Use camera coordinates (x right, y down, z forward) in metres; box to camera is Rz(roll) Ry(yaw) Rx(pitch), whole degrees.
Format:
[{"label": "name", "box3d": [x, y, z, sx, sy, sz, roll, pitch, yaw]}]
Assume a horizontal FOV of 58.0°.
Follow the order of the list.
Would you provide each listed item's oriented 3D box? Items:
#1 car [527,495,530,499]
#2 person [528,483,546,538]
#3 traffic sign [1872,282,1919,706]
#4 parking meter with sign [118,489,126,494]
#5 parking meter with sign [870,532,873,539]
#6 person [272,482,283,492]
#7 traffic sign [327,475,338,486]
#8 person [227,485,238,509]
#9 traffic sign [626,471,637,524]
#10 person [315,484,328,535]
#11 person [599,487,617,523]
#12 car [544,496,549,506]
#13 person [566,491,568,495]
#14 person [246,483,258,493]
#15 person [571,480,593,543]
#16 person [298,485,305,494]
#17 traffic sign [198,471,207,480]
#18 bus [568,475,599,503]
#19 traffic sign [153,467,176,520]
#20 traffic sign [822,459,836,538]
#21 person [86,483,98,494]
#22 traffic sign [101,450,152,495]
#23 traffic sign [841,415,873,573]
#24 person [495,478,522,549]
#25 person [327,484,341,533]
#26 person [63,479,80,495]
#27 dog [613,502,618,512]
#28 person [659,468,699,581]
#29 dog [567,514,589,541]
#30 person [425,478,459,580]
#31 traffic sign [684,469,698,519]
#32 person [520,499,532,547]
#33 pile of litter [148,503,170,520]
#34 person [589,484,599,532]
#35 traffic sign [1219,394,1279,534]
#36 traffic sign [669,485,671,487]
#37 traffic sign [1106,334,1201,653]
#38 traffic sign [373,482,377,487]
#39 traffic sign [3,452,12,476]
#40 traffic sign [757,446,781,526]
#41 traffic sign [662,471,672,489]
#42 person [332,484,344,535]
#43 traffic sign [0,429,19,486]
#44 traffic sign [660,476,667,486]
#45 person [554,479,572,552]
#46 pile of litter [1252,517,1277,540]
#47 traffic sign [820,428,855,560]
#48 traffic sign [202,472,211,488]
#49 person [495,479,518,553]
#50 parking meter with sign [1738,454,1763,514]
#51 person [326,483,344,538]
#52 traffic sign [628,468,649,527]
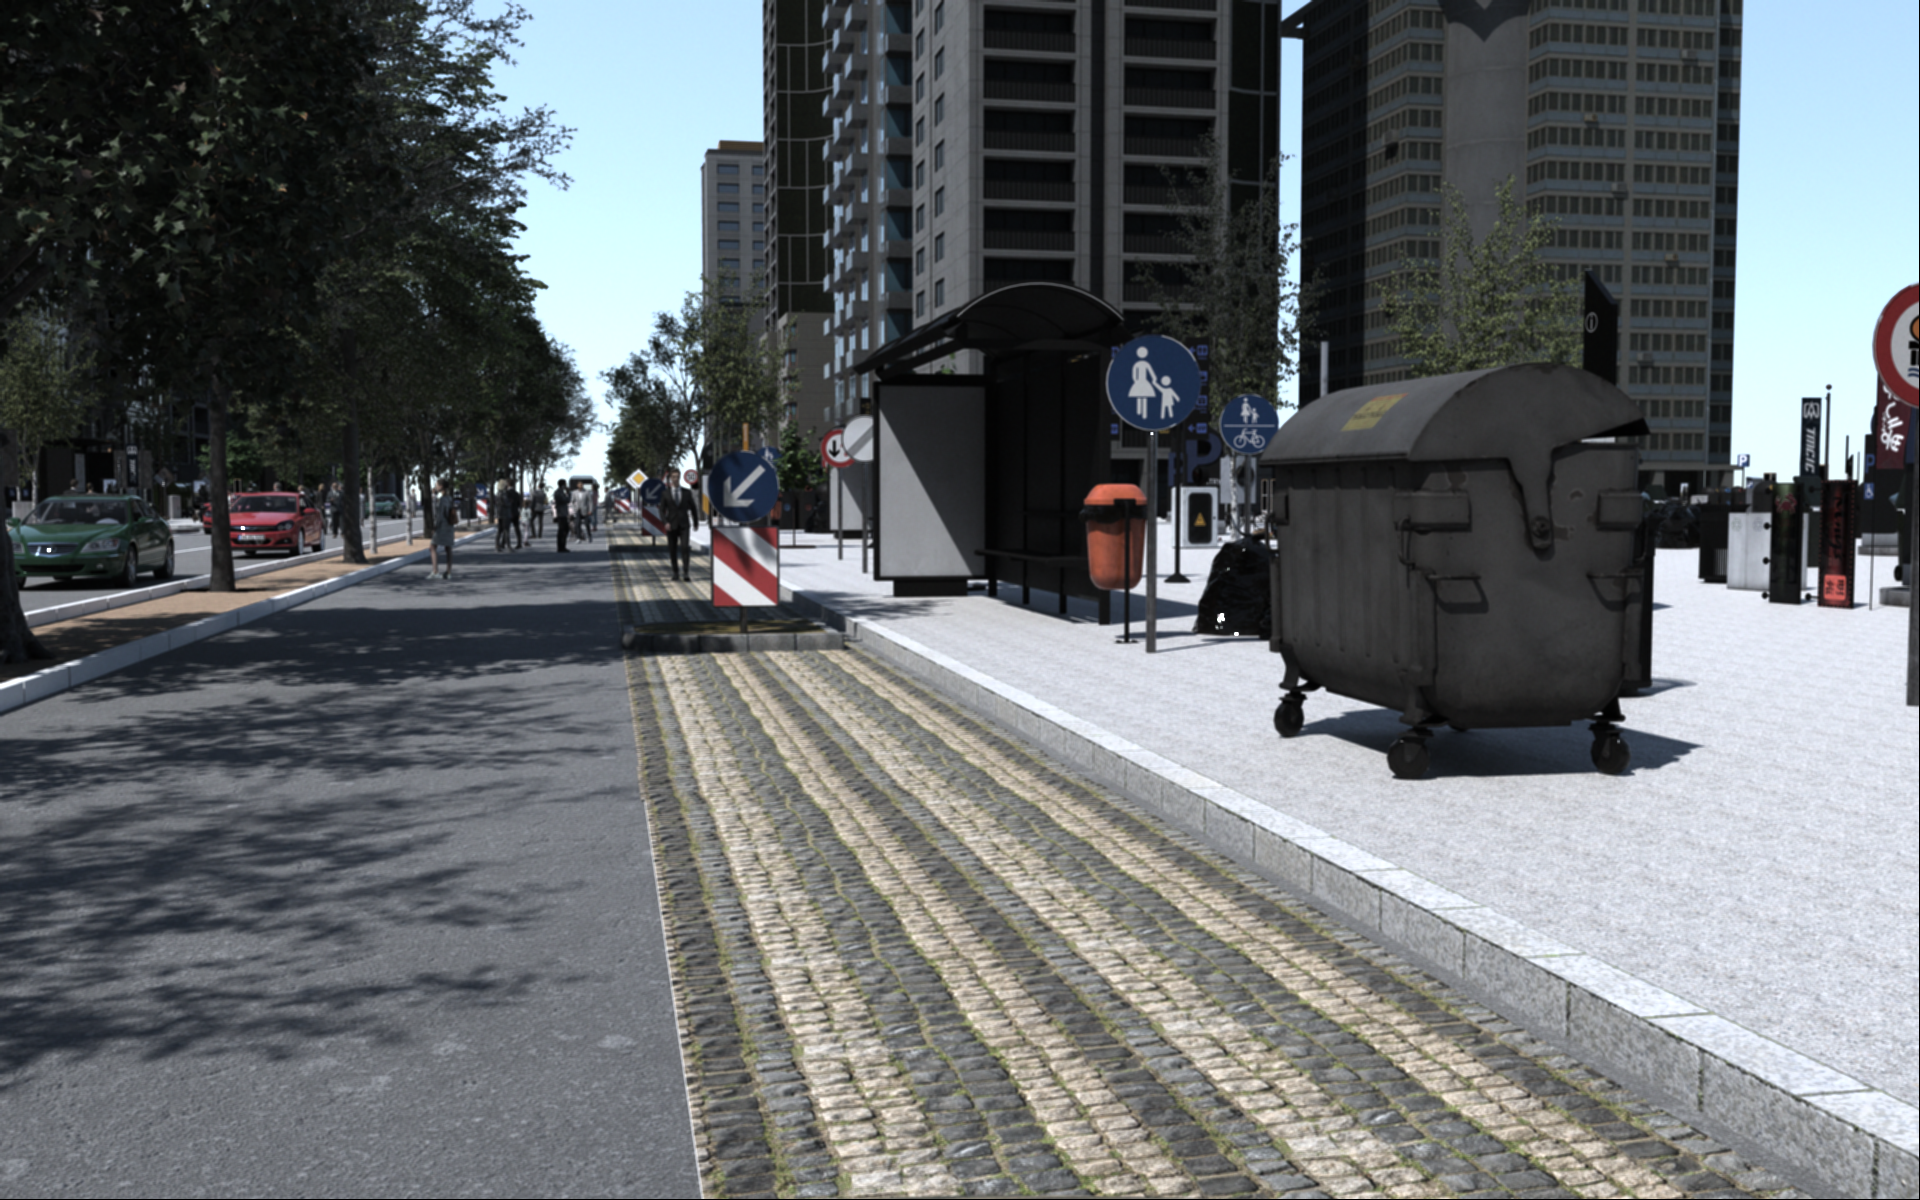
[{"label": "car", "box3d": [-50.766, -11.920, 206.889, 2.014, 1.417, 4.499, -1, 4, -12]}, {"label": "person", "box3d": [-13.661, -2.891, 55.944, 0.592, 1.802, 0.473, -2, 4, -25]}, {"label": "traffic sign", "box3d": [5.786, -0.631, 10.429, 0.768, 2.556, 0.104, -1, 4, -10]}, {"label": "parking meter with sign", "box3d": [-55.093, -7.105, 112.422, 1.738, 3.016, 0.543, -3, 5, -40]}, {"label": "parking meter with sign", "box3d": [-1.916, -3.312, 50.407, 1.738, 3.016, 0.543, -3, 5, -39]}, {"label": "person", "box3d": [-20.070, -2.565, 50.840, 0.834, 1.777, 0.661, 2, 4, 32]}, {"label": "traffic sign", "box3d": [-42.877, -7.248, 118.513, 0.884, 2.594, 0.081, 0, 4, -3]}, {"label": "person", "box3d": [-24.371, -2.982, 58.090, 0.563, 1.720, 0.643, 2, 4, 35]}, {"label": "traffic sign", "box3d": [-14.149, -4.388, 75.380, 0.795, 2.450, 0.064, -1, 4, -12]}, {"label": "person", "box3d": [-22.748, -3.230, 61.529, 0.699, 1.804, 1.509, -1, 4, -10]}, {"label": "person", "box3d": [-17.193, -4.642, 84.678, 0.850, 1.792, 0.678, 0, 3, 0]}, {"label": "car", "box3d": [-52.729, -12.704, 217.929, 2.015, 1.641, 3.980, -1, 4, -10]}, {"label": "person", "box3d": [-33.265, -8.466, 146.935, 0.388, 1.821, 0.555, -1, 4, -23]}, {"label": "person", "box3d": [-30.560, -4.094, 74.793, 0.474, 1.900, 0.648, 3, 5, 40]}, {"label": "person", "box3d": [-11.045, -2.589, 50.677, 0.661, 1.843, 0.795, 0, 4, 5]}, {"label": "person", "box3d": [-27.564, -3.909, 72.635, 0.641, 1.798, 0.478, -2, 4, -32]}, {"label": "traffic sign", "box3d": [-41.979, -5.886, 96.341, 0.768, 2.556, 0.104, -1, 4, -9]}, {"label": "bus", "box3d": [-38.009, -11.009, 174.853, 2.948, 3.499, 13.247, -1, 4, -11]}, {"label": "traffic sign", "box3d": [-29.413, -3.697, 64.086, 0.795, 2.450, 0.064, -1, 4, -12]}, {"label": "traffic sign", "box3d": [-3.622, -3.060, 50.137, 0.768, 2.556, 0.104, -1, 4, -10]}, {"label": "person", "box3d": [-26.896, -2.745, 53.722, 0.374, 1.781, 0.599, 3, 4, 36]}, {"label": "traffic sign", "box3d": [-38.654, -5.290, 80.360, 2.265, 3.308, 0.079, 0, 4, -3]}, {"label": "traffic sign", "box3d": [-1.540, -1.708, 28.031, 0.768, 2.556, 0.104, 0, 4, -6]}, {"label": "person", "box3d": [-11.805, -2.267, 45.346, 0.755, 1.850, 0.659, 2, 4, 24]}, {"label": "person", "box3d": [-23.138, -3.403, 64.313, 0.728, 1.800, 0.709, 0, 4, -7]}, {"label": "person", "box3d": [-24.994, -2.480, 48.828, 0.659, 1.850, 0.755, 1, 4, 17]}, {"label": "dog", "box3d": [-27.913, -7.565, 140.523, 0.513, 0.831, 0.800, -2, 4, -23]}, {"label": "person", "box3d": [-4.608, -1.232, 28.420, 0.659, 1.850, 0.755, -1, 4, -11]}, {"label": "dog", "box3d": [-11.684, -2.228, 53.260, 0.800, 0.831, 0.513, 0, 4, 0]}, {"label": "person", "box3d": [-8.706, -1.205, 29.203, 0.522, 1.701, 0.512, 0, 4, 4]}, {"label": "traffic sign", "box3d": [-13.855, -5.458, 89.339, 0.768, 2.556, 0.104, -1, 4, -9]}, {"label": "person", "box3d": [-11.822, -2.111, 47.287, 0.425, 1.301, 0.394, 2, 4, 26]}, {"label": "pile of litter", "box3d": [-39.923, -4.412, 86.095, 1.176, 0.858, 1.719, -2, 4, -30]}, {"label": "person", "box3d": [-14.030, -3.534, 66.296, 0.388, 1.821, 0.555, -3, 5, -40]}, {"label": "traffic sign", "box3d": [3.680, -1.348, 22.144, 0.768, 2.556, 0.104, 0, 4, -3]}, {"label": "traffic sign", "box3d": [-20.834, -7.665, 125.322, 0.884, 2.594, 0.081, -1, 4, -11]}, {"label": "traffic sign", "box3d": [1.546, -0.846, 13.938, 0.768, 2.556, 0.104, 0, 4, -3]}, {"label": "traffic sign", "box3d": [-48.174, -8.675, 141.945, 0.768, 2.556, 0.104, -1, 4, -8]}, {"label": "traffic sign", "box3d": [-28.745, -3.162, 51.808, 0.768, 2.556, 0.104, 0, 4, -4]}, {"label": "traffic sign", "box3d": [-5.073, -2.809, 46.040, 0.768, 2.556, 0.104, 0, 4, -5]}, {"label": "traffic sign", "box3d": [-16.448, -5.956, 97.378, 0.884, 2.594, 0.081, 0, 4, -5]}, {"label": "person", "box3d": [-21.609, -3.153, 60.448, 0.834, 1.777, 0.661, 3, 5, 44]}, {"label": "traffic sign", "box3d": [-30.609, -3.682, 54.077, 2.265, 3.308, 0.079, 0, 4, -8]}, {"label": "traffic sign", "box3d": [-19.173, -6.773, 110.737, 0.884, 2.594, 0.081, 0, 4, -4]}, {"label": "person", "box3d": [-9.802, -2.087, 42.805, 0.473, 1.802, 0.592, 0, 4, -4]}, {"label": "pile of litter", "box3d": [8.743, -2.147, 49.066, 1.719, 0.858, 1.176, -2, 4, -32]}, {"label": "traffic sign", "box3d": [-2.332, -2.056, 33.728, 0.768, 2.556, 0.104, 0, 4, -6]}, {"label": "traffic sign", "box3d": [-31.038, -4.175, 71.905, 0.795, 2.450, 0.064, -1, 4, -12]}, {"label": "person", "box3d": [-11.158, -2.069, 42.509, 0.526, 1.800, 0.537, -1, 4, -22]}, {"label": "parking meter with sign", "box3d": [35.164, -4.911, 76.557, 1.738, 3.016, 0.543, -2, 4, -28]}, {"label": "person", "box3d": [-20.364, -2.931, 56.600, 0.661, 1.801, 0.590, -2, 4, -24]}, {"label": "traffic sign", "box3d": [-12.524, -3.909, 67.561, 0.795, 2.450, 0.064, -1, 4, -12]}]
